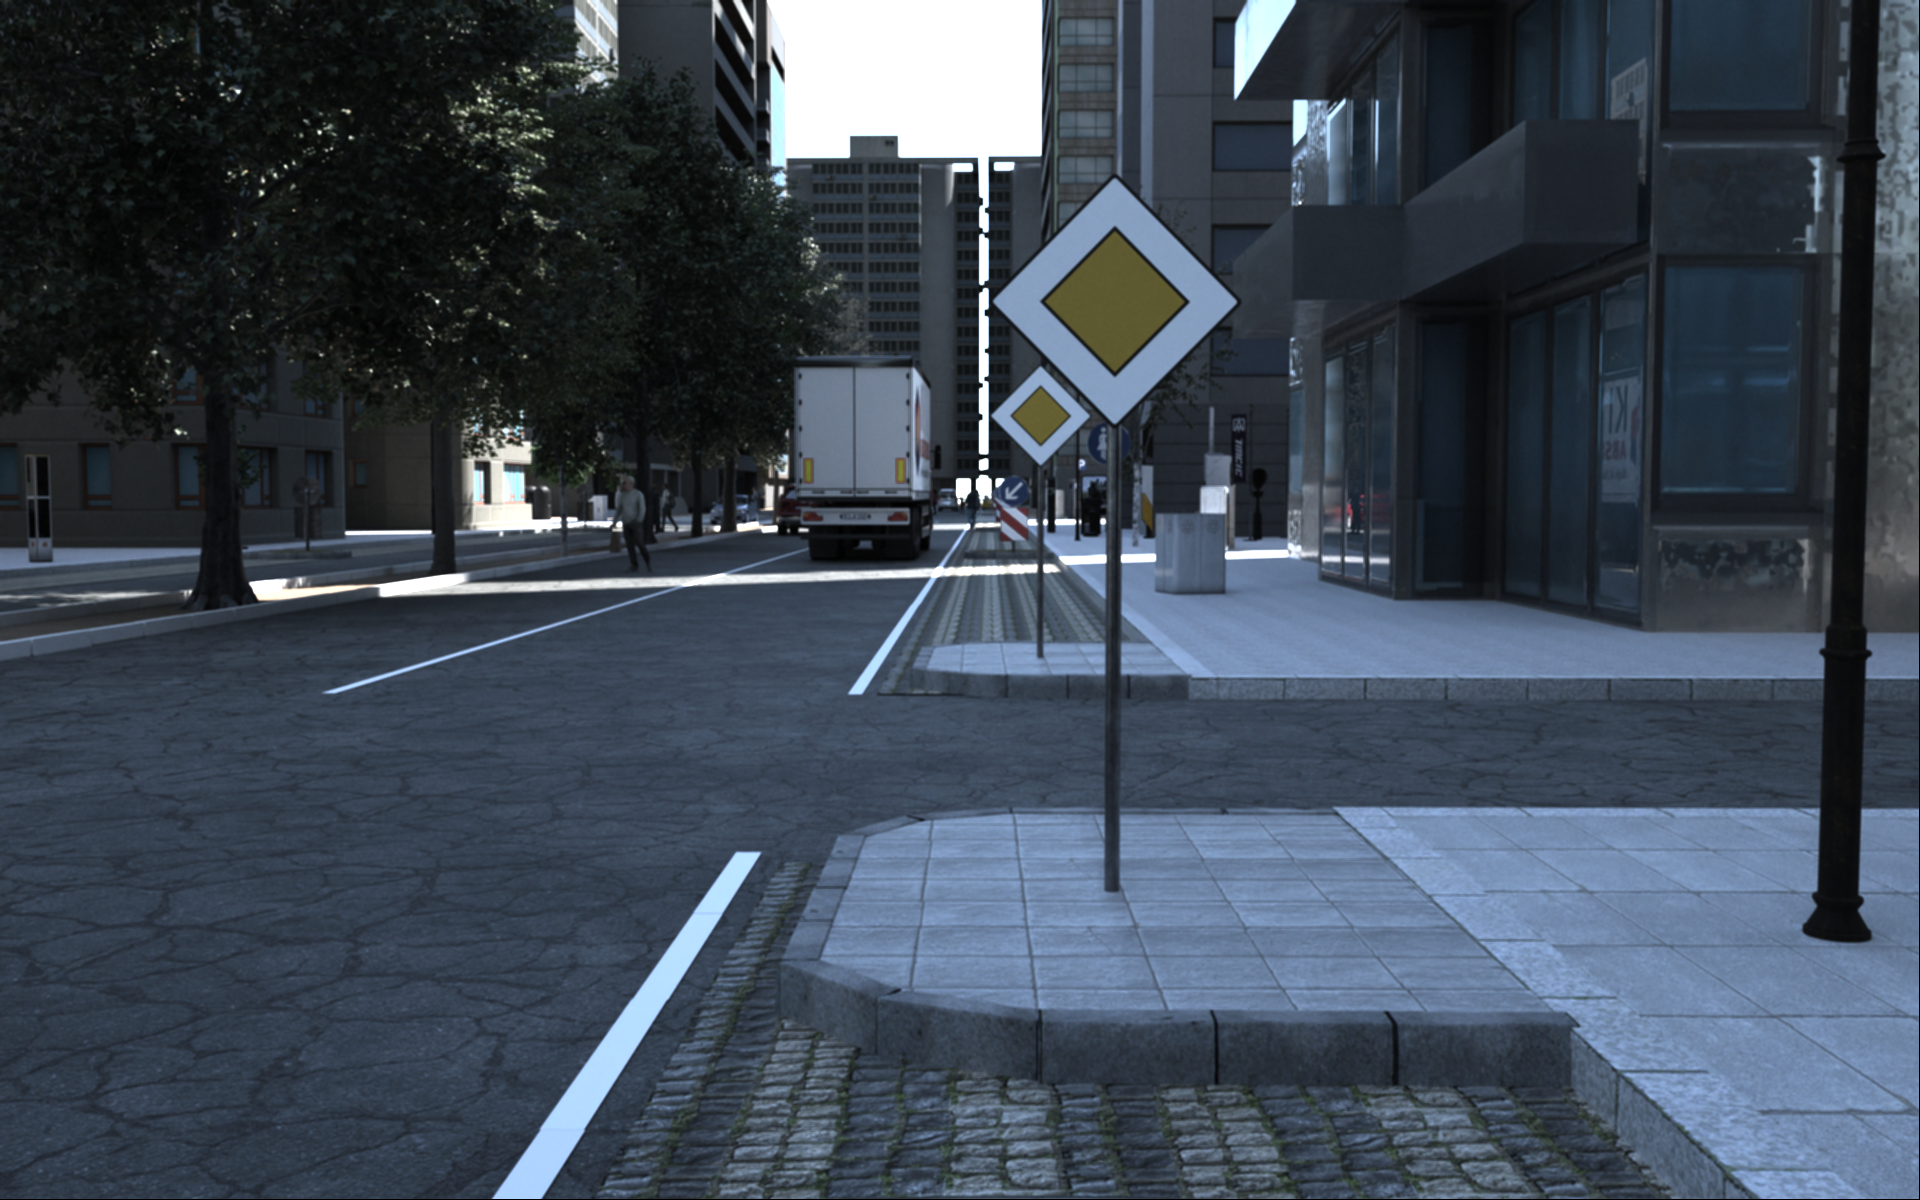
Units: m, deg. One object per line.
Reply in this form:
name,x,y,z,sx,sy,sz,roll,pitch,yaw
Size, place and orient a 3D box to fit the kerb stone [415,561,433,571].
kerb stone,-10.076,-0.616,32.267,0.120,0.150,1.000,0,4,1

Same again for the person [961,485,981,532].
person,0.452,-3.413,64.655,0.623,1.781,0.721,-3,5,-41

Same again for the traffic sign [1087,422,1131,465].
traffic sign,2.625,-1.864,30.583,0.768,2.556,0.104,0,4,8

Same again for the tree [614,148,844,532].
tree,-8.717,-9.527,64.880,9.857,13.997,8.962,0,3,0

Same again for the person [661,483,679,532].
person,-10.982,-3.458,65.143,0.850,1.850,0.679,1,4,14

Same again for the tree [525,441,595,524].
tree,-17.351,-5.647,76.036,4.285,4.588,4.351,0,3,0

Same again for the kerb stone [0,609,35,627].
kerb stone,-10.304,0.199,18.942,0.120,0.150,1.000,0,4,1

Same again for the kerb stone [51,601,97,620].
kerb stone,-10.296,0.136,19.964,0.120,0.150,1.000,0,4,1

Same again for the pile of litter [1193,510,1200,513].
pile of litter,6.184,-1.919,45.346,1.719,0.858,1.176,2,4,31

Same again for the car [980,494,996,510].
car,2.760,-8.520,149.523,2.015,1.641,3.980,0,4,-1

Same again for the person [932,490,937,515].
person,-1.826,-6.708,118.853,0.721,1.739,1.217,0,4,5

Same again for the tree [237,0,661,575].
tree,-9.282,-6.745,30.872,7.486,12.596,7.792,0,3,0

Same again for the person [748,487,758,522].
person,-10.498,-4.812,87.454,0.573,1.790,0.520,0,4,-7

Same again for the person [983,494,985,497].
person,2.346,-8.706,154.025,0.799,1.438,0.628,0,4,6

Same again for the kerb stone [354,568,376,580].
kerb stone,-10.128,-0.428,29.192,0.120,0.150,1.000,0,4,1

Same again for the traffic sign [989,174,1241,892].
traffic sign,0.489,-0.116,5.542,0.795,2.450,0.064,0,4,1

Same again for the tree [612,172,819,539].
tree,-8.318,-7.753,54.970,9.928,11.665,9.643,0,3,0

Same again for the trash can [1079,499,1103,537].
trash can,3.957,-2.491,52.380,0.748,1.137,0.748,0,3,0

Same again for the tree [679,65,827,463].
tree,-8.276,-7.683,45.084,9.611,12.733,9.660,0,3,0

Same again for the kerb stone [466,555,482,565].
kerb stone,-10.021,-0.798,35.336,0.120,0.150,1.000,0,4,1

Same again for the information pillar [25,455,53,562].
information pillar,-17.327,-1.719,32.592,0.304,2.012,0.304,2,4,33

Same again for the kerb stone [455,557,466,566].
kerb stone,-10.046,-0.741,34.311,0.120,0.150,1.000,0,4,1

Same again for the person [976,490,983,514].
person,1.167,-6.863,121.498,1.217,1.735,0.721,-3,5,-42

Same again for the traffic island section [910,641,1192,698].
traffic island section,0.650,0.531,13.603,2.009,0.180,2.903,0,4,1

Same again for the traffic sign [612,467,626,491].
traffic sign,-15.962,-4.942,80.911,0.768,2.556,0.104,1,4,9

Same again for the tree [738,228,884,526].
tree,-8.153,-10.014,76.555,12.009,13.543,11.850,0,3,0

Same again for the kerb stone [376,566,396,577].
kerb stone,-10.110,-0.490,30.214,0.120,0.150,1.000,0,4,1

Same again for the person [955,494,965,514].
person,0.142,-6.968,125.681,1.065,1.426,0.557,0,4,0

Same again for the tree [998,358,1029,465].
tree,4.327,-8.615,91.219,4.360,8.622,3.978,0,3,0

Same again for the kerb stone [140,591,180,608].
kerb stone,-10.249,0.011,22.017,0.120,0.150,1.000,0,4,1

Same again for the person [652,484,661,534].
person,-10.509,-3.095,59.526,0.576,1.772,0.534,2,4,24

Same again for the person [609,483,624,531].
person,-12.783,-3.472,65.142,0.818,1.842,0.514,1,4,9

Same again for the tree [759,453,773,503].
tree,-16.451,-11.887,144.708,4.737,8.622,4.395,0,3,0

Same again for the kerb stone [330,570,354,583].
kerb stone,-10.148,-0.364,28.170,0.120,0.150,1.000,0,4,1

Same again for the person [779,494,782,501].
person,-11.812,-6.274,114.272,0.628,1.438,0.799,-3,5,-39

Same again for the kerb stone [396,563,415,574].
kerb stone,-10.096,-0.547,31.240,0.120,0.150,1.000,0,4,1

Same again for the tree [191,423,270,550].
tree,-17.092,-2.782,40.092,1.663,3.219,1.824,0,3,0

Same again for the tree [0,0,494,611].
tree,-9.184,-6.231,21.343,9.611,12.733,9.660,0,3,0

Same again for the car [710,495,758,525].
car,-10.762,-4.333,82.850,2.014,1.417,4.499,0,4,2

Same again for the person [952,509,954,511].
person,-0.557,-8.386,148.849,0.421,1.427,0.697,2,4,35

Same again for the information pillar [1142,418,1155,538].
information pillar,5.431,-3.592,50.084,0.183,3.616,0.504,3,4,37

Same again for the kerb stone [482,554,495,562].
kerb stone,-10.011,-0.861,36.361,0.120,0.150,1.000,0,4,1

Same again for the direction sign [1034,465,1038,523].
direction sign,3.511,-5.229,77.486,0.379,3.537,0.876,0,4,-3

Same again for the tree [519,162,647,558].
tree,-8.692,-5.192,37.713,4.737,8.622,4.395,0,3,0

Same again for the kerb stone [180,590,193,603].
kerb stone,-10.238,-0.052,23.042,0.120,0.150,1.000,0,4,1

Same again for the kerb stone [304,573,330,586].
kerb stone,-10.169,-0.301,27.145,0.120,0.150,1.000,0,4,1

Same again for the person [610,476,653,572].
person,-6.092,-1.403,31.920,0.782,1.767,0.515,2,4,26

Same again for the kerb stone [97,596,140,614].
kerb stone,-10.274,0.074,20.990,0.120,0.150,1.000,0,4,1

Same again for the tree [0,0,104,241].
tree,-9.567,-3.766,14.400,4.360,8.622,3.978,0,3,0

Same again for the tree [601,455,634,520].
tree,-16.923,-5.556,85.446,1.663,3.219,1.824,0,3,0

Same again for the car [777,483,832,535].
car,-5.290,-3.253,61.862,2.281,1.827,5.304,0,4,2

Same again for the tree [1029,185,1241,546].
tree,4.534,-5.629,42.390,4.360,8.622,3.978,0,3,0

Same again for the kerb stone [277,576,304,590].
kerb stone,-10.184,-0.236,26.115,0.120,0.150,1.000,0,4,1

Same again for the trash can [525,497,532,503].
trash can,-21.058,-4.408,83.728,0.748,1.137,0.748,0,3,0

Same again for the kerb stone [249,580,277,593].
kerb stone,-10.202,-0.177,25.092,0.120,0.150,1.000,0,4,1

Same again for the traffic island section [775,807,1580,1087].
traffic island section,0.512,1.019,5.619,2.009,0.180,2.903,0,4,1

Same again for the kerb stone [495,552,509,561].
kerb stone,-9.994,-0.926,37.385,0.120,0.150,1.000,0,4,1

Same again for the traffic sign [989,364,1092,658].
traffic sign,0.626,-0.604,13.526,0.795,2.450,0.064,0,4,1
